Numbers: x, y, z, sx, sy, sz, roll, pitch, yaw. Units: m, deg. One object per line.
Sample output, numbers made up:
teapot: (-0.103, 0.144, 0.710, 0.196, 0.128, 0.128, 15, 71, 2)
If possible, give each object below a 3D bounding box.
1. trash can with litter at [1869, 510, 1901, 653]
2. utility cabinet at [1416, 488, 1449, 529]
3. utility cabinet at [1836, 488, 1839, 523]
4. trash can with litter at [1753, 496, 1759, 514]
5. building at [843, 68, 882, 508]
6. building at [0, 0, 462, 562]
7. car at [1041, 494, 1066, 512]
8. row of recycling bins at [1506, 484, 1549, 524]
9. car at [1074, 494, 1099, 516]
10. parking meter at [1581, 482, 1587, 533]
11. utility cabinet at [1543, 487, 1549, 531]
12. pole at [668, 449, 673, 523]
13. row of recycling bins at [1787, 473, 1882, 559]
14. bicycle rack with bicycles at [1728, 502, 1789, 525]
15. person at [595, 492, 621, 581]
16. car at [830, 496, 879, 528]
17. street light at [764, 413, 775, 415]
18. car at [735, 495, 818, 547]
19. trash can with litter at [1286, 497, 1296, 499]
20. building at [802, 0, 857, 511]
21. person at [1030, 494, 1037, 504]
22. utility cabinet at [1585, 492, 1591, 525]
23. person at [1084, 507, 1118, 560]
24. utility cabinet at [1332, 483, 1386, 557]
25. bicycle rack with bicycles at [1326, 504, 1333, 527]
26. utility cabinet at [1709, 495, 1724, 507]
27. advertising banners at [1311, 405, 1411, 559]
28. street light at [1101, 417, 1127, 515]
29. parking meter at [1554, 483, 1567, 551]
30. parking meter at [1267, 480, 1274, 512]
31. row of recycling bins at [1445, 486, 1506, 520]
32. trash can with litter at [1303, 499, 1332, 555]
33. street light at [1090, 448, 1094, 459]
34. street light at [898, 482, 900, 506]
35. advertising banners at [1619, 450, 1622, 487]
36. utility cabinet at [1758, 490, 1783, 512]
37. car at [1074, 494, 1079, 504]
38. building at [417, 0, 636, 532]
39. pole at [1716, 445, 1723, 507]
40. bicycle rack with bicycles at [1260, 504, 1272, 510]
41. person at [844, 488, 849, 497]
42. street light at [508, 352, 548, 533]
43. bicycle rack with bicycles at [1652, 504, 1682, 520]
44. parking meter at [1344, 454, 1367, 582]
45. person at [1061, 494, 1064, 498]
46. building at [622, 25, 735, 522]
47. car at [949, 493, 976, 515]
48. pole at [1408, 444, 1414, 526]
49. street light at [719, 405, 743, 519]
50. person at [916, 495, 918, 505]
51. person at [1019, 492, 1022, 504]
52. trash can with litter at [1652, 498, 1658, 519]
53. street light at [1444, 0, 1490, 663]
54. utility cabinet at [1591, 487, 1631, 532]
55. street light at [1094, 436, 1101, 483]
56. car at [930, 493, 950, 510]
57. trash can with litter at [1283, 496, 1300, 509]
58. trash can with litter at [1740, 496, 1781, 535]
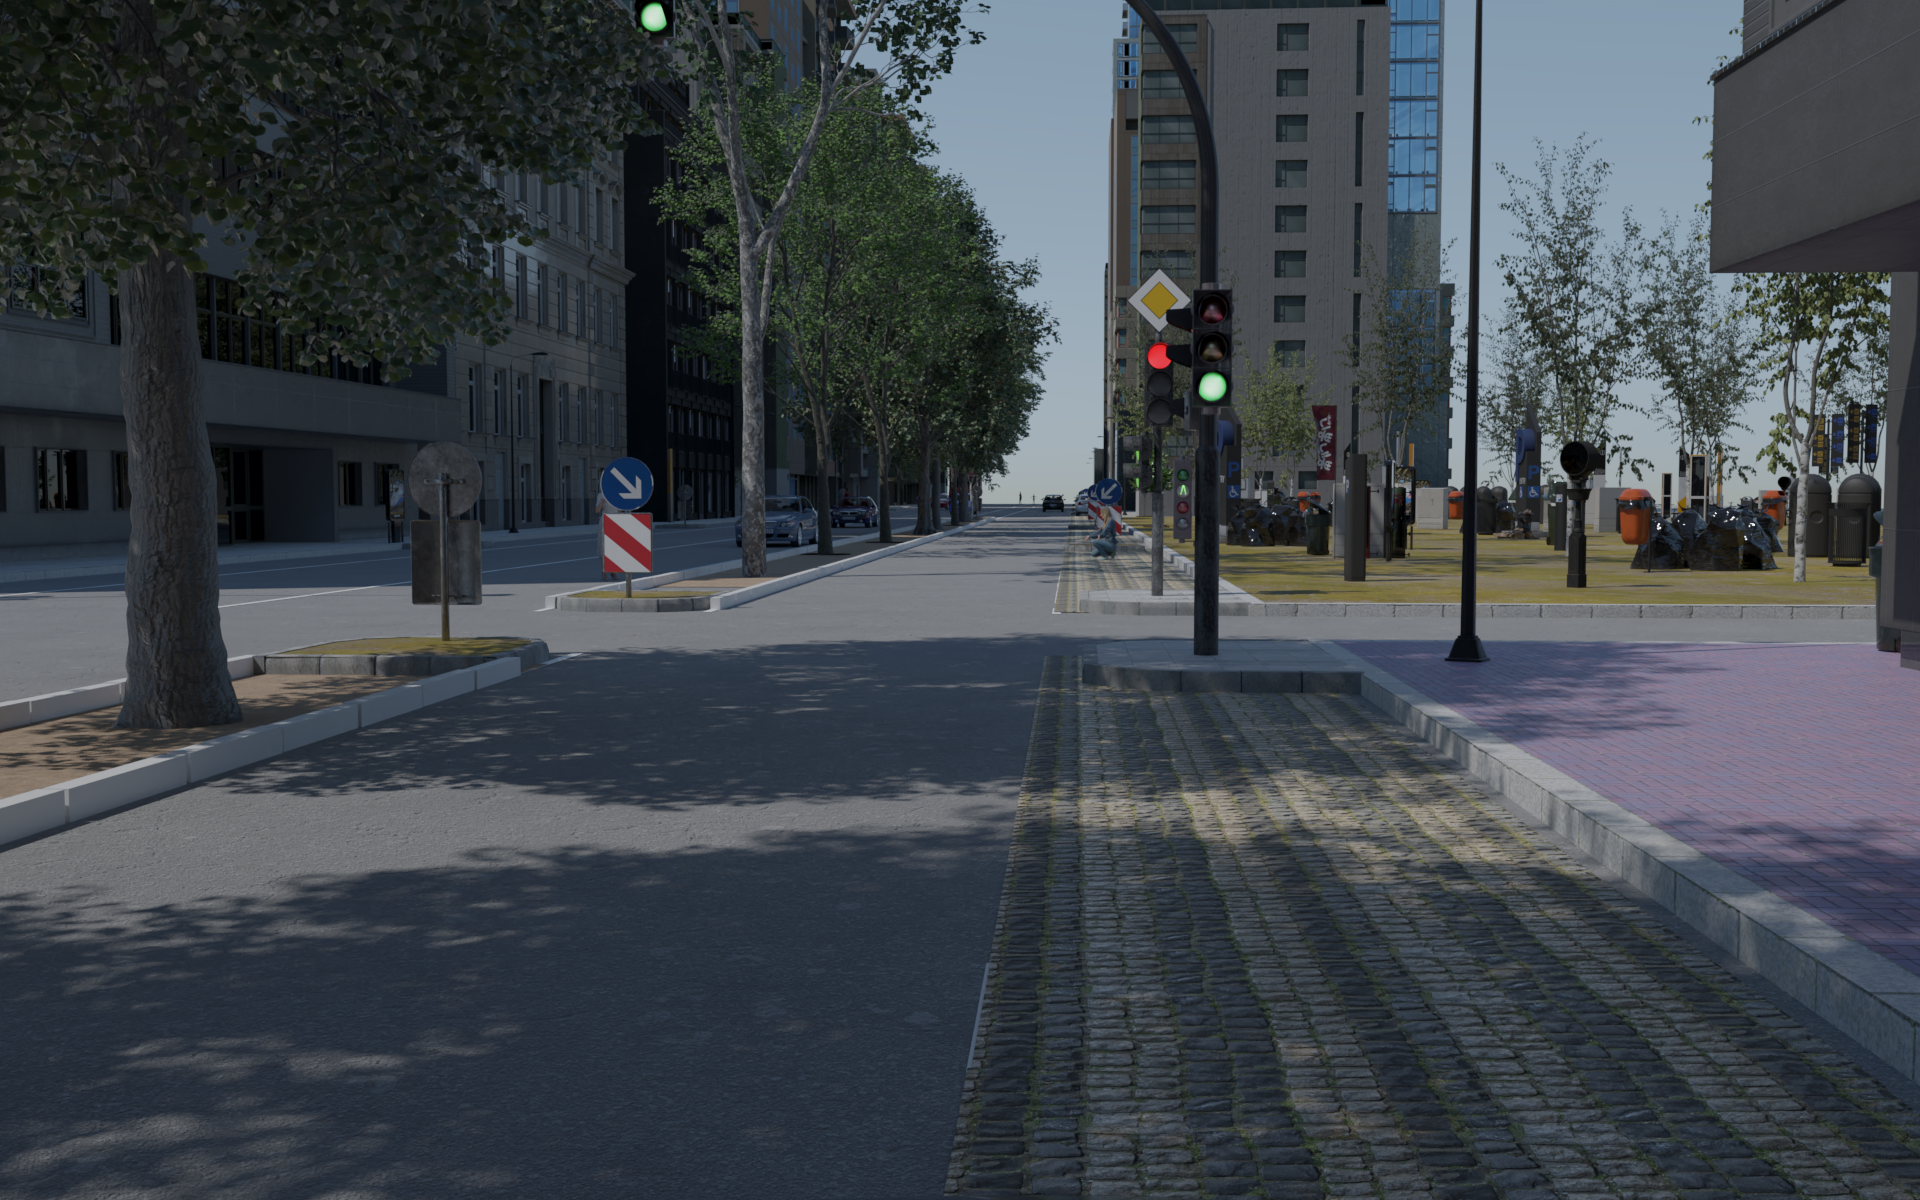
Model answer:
trash can with litter: (7.830, -0.151, 13.863, 0.624, 1.170, 1.055, -1, 4, -17)
utility cabinet: (17.155, -3.316, 62.895, 0.318, 1.500, 1.173, -3, 4, -36)
utility cabinet: (32.654, -3.384, 64.000, 0.318, 1.500, 1.173, 1, 4, 18)
trash can with litter: (40.864, -4.776, 89.473, 0.624, 1.170, 1.055, -3, 4, -39)
building: (-14.947, -29.265, 162.069, 14.154, 41.232, 14.086, 0, 4, 4)
building: (-22.941, -13.363, 37.544, 14.314, 24.678, 30.058, 0, 4, 4)
car: (7.514, -7.930, 139.447, 2.009, 1.686, 4.222, 0, 4, 4)
row of recycling bins: (25.106, -4.132, 74.675, 1.069, 1.692, 3.534, -1, 4, -14)
car: (8.425, -6.188, 113.172, 2.014, 1.417, 4.499, 0, 4, 3)
parking meter: (19.354, -2.963, 54.153, 0.399, 1.863, 0.255, 3, 5, 42)
utility cabinet: (18.115, -2.717, 53.098, 0.318, 1.500, 1.173, 1, 4, 11)
pole: (-13.042, -5.145, 77.956, 0.158, 3.312, 0.155, 0, 3, 0)
row of recycling bins: (18.459, -1.677, 34.530, 3.534, 1.692, 1.069, 2, 4, 30)
bicycle rack with bicycles: (34.205, -3.588, 72.052, 2.852, 0.926, 2.925, -1, 4, -15)
person: (-5.798, -1.203, 28.737, 0.480, 1.755, 0.524, -2, 4, -35)
car: (-4.526, -3.781, 74.404, 1.945, 1.354, 3.894, 0, 4, 4)
street light: (-11.302, -7.749, 99.229, 1.470, 5.913, 1.316, 0, 4, 4)
car: (-5.040, -2.221, 48.323, 2.014, 1.417, 4.499, 0, 4, 5)
trash can with litter: (15.080, -4.130, 78.919, 0.624, 1.170, 1.055, 1, 4, 21)
building: (-20.248, -29.737, 140.828, 22.147, 44.769, 28.867, 0, 4, 4)
person: (10.287, -14.046, 241.374, 0.991, 1.433, 0.599, 0, 4, 4)
utility cabinet: (25.899, -3.873, 72.001, 1.173, 1.500, 0.318, 2, 4, 34)
person: (3.062, -1.434, 37.439, 0.738, 1.151, 1.012, 0, 4, 2)
utility cabinet: (8.173, -1.619, 35.147, 1.173, 1.500, 0.318, 0, 4, 8)
bicycle rack with bicycles: (14.020, -3.084, 63.805, 2.852, 0.926, 2.925, -2, 4, -29)
utility cabinet: (38.687, -4.760, 88.983, 0.306, 1.237, 1.020, -2, 4, -27)
advertising banners: (7.909, -2.325, 34.199, 2.074, 3.025, 0.090, -1, 4, -9)
street light: (9.378, -8.046, 104.098, 1.470, 5.913, 1.316, 0, 4, 4)
parking meter: (13.667, -1.885, 39.229, 0.372, 1.533, 0.369, 0, 3, 0)
parking meter: (13.152, -4.139, 73.379, 0.255, 1.863, 0.399, 1, 4, 18)
row of recycling bins: (26.148, -4.942, 87.907, 3.534, 1.692, 1.069, -1, 4, -12)
trash can with litter: (7.783, -1.537, 36.514, 1.055, 1.170, 0.624, 0, 4, 3)
street light: (13.922, -12.240, 172.662, 1.470, 5.913, 1.316, 0, 4, 4)
street light: (-5.867, -12.823, 182.196, 1.470, 5.913, 1.316, 0, 4, 4)
advertising banners: (26.099, -4.401, 68.145, 0.090, 3.025, 2.074, 2, 4, 31)
utility cabinet: (40.607, -4.769, 86.653, 1.173, 1.500, 0.318, 0, 4, 5)
car: (16.559, -13.840, 236.514, 2.015, 1.641, 3.980, 0, 4, 3)
building: (-21.387, -16.424, 65.793, 12.463, 27.353, 25.104, 0, 4, 4)
pole: (31.483, -4.770, 71.839, 0.158, 3.312, 0.155, 0, 3, 0)
bicycle rack with bicycles: (10.807, -3.055, 63.324, 2.925, 0.926, 2.852, 1, 4, 22)
person: (-7.346, -6.295, 111.362, 0.705, 1.831, 1.348, -2, 4, -24)
street light: (-14.125, -5.146, 56.674, 1.470, 5.913, 1.316, 0, 4, 4)
bicycle rack with bicycles: (25.081, -2.998, 62.398, 2.852, 0.926, 2.925, -1, 4, -15)
parking meter: (5.818, -1.209, 25.473, 0.255, 1.863, 0.399, 0, 4, 0)
person: (13.923, -13.830, 237.805, 0.799, 1.438, 0.628, 0, 4, -1)
building: (-18.968, -15.718, 86.671, 12.332, 23.373, 15.834, 0, 4, 4)
car: (0.248, -6.885, 122.158, 1.945, 1.707, 3.694, 0, 4, 6)
pole: (18.293, -4.673, 70.246, 0.158, 3.312, 0.155, 0, 3, 0)
street light: (-11.895, -7.215, 90.509, 1.470, 5.913, 1.316, 0, 4, 4)
person: (-3.201, -7.533, 134.893, 0.421, 1.427, 0.697, -1, 4, -9)
person: (8.552, -14.256, 242.108, 0.617, 1.759, 0.750, -2, 4, -34)
trash can with litter: (35.549, -4.752, 89.090, 1.055, 1.170, 0.624, -3, 4, -39)
street light: (3.373, -2.488, 13.214, 1.470, 5.913, 1.316, 0, 4, 4)
utility cabinet: (21.598, -2.977, 57.352, 1.173, 1.500, 0.318, -1, 4, -13)
street light: (11.647, -10.148, 138.458, 1.470, 5.913, 1.316, 0, 4, 4)
car: (-1.817, -9.062, 157.202, 2.155, 1.783, 4.494, 0, 4, 5)
trash can with litter: (9.695, -2.539, 52.564, 2.233, 1.210, 1.678, 2, 4, 25)
trash can with litter: (24.709, -2.674, 54.784, 1.678, 1.210, 2.233, -1, 4, -14)
